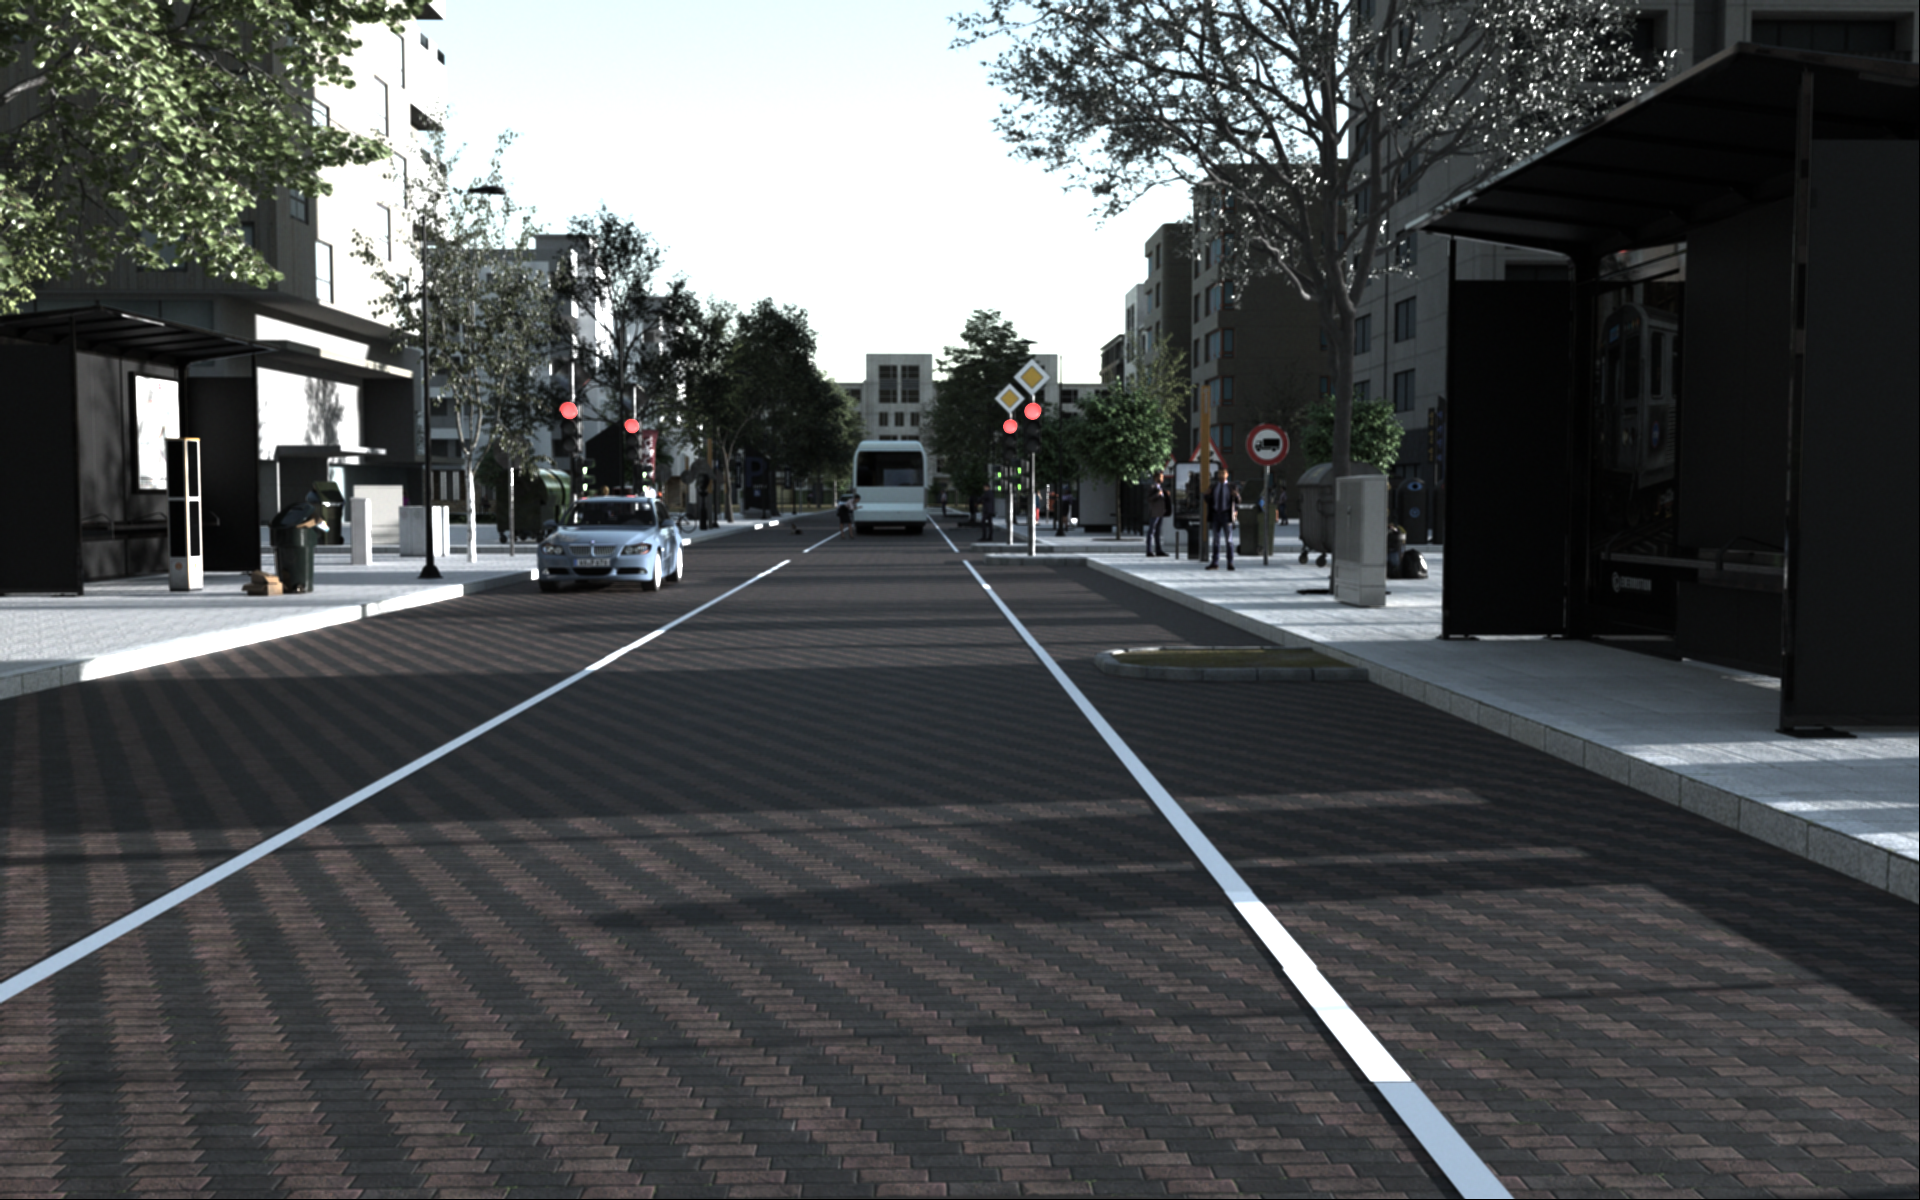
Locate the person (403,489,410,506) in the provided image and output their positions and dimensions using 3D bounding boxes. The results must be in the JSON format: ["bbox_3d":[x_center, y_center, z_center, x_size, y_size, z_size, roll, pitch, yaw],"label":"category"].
[{"bbox_3d":[-16.453,-2.541,50.819,0.776,1.435,0.726,1,4,20],"label":"person"}]

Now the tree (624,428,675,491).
[{"bbox_3d":[-15.861,-6.286,86.494,4.285,4.588,4.351,0,3,0],"label":"tree"}]

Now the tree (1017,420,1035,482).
[{"bbox_3d":[3.397,-4.780,61.870,4.285,4.588,4.351,0,3,0],"label":"tree"}]

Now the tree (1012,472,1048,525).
[{"bbox_3d":[2.688,-4.696,71.381,1.663,3.219,1.824,0,3,0],"label":"tree"}]

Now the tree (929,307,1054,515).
[{"bbox_3d":[1.946,-11.449,105.326,7.486,12.596,7.792,0,3,0],"label":"tree"}]

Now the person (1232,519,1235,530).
[{"bbox_3d":[9.542,-3.260,61.710,0.546,1.535,0.453,-1,4,-20],"label":"person"}]

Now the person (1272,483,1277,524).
[{"bbox_3d":[13.338,-4.101,73.820,0.376,1.734,0.841,0,4,5],"label":"person"}]

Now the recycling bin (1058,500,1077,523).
[{"bbox_3d":[4.898,-3.997,77.903,0.722,1.027,0.722,3,5,41],"label":"recycling bin"}]

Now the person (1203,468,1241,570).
[{"bbox_3d":[4.403,-1.365,29.185,0.655,1.722,0.431,2,4,28],"label":"person"}]

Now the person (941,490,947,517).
[{"bbox_3d":[-1.055,-6.075,108.758,0.436,1.711,0.756,1,4,21],"label":"person"}]

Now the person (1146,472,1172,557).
[{"bbox_3d":[4.066,-1.742,35.352,0.431,1.722,0.655,3,4,36],"label":"person"}]

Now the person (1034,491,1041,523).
[{"bbox_3d":[3.274,-4.192,76.281,0.444,1.614,0.593,-2,4,-29],"label":"person"}]

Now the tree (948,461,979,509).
[{"bbox_3d":[0.512,-9.909,145.723,4.285,4.588,4.351,0,3,0],"label":"tree"}]

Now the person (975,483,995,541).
[{"bbox_3d":[0.733,-2.688,52.896,0.568,1.767,0.683,1,4,21],"label":"person"}]

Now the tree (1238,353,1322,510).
[{"bbox_3d":[16.424,-8.469,88.836,4.360,8.622,3.978,0,3,0],"label":"tree"}]

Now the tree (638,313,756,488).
[{"bbox_3d":[-10.267,-7.289,69.535,4.737,8.622,4.395,0,3,0],"label":"tree"}]

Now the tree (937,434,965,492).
[{"bbox_3d":[-0.420,-14.845,193.079,4.360,8.622,3.978,0,3,0],"label":"tree"}]

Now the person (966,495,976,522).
[{"bbox_3d":[0.556,-4.848,88.475,0.504,1.737,0.576,-2,4,-33],"label":"person"}]

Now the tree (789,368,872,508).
[{"bbox_3d":[-12.374,-14.535,155.770,7.486,12.596,7.792,0,3,0],"label":"tree"}]

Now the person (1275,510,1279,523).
[{"bbox_3d":[14.083,-3.902,78.132,0.655,0.850,0.859,1,4,12],"label":"person"}]

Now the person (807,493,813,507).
[{"bbox_3d":[-14.363,-9.577,165.852,0.697,1.427,0.421,-2,4,-32],"label":"person"}]

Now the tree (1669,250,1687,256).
[{"bbox_3d":[13.673,-4.885,30.226,4.737,8.622,4.395,0,3,0],"label":"tree"}]

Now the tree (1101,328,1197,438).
[{"bbox_3d":[8.275,-7.688,76.067,4.737,8.622,4.395,0,3,0],"label":"tree"}]

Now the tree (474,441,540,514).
[{"bbox_3d":[-30.186,-7.938,113.496,4.285,4.588,4.351,0,3,0],"label":"tree"}]

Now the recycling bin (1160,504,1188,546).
[{"bbox_3d":[5.402,-1.883,43.347,0.722,1.027,0.722,0,4,-3],"label":"recycling bin"}]

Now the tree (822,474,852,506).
[{"bbox_3d":[-13.399,-12.617,189.993,4.285,4.588,4.351,0,3,0],"label":"tree"}]

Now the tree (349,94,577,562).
[{"bbox_3d":[-9.171,-5.010,32.270,4.360,8.622,3.978,0,3,0],"label":"tree"}]

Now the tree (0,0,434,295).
[{"bbox_3d":[-8.034,-5.830,13.454,7.486,12.596,7.792,0,3,0],"label":"tree"}]

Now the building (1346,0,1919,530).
[{"bbox_3d":[27.150,-38.240,63.475,20.611,71.187,20.563,0,4,-2],"label":"building"}]

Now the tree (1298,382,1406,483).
[{"bbox_3d":[11.371,-4.088,50.558,4.285,4.588,4.351,0,3,0],"label":"tree"}]

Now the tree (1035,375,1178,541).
[{"bbox_3d":[4.380,-3.929,47.953,4.285,4.588,4.351,0,3,0],"label":"tree"}]

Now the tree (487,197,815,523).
[{"bbox_3d":[-10.340,-7.357,54.707,7.601,10.594,8.767,2,4,30],"label":"tree"}]

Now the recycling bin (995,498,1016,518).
[{"bbox_3d":[2.488,-4.889,92.490,0.722,1.027,0.722,3,5,45],"label":"recycling bin"}]

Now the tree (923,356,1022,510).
[{"bbox_3d":[1.248,-12.419,128.809,9.928,11.665,9.643,0,3,0],"label":"tree"}]

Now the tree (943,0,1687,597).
[{"bbox_3d":[4.845,-6.824,21.936,12.009,13.543,11.850,0,3,0],"label":"tree"}]

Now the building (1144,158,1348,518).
[{"bbox_3d":[26.920,-15.933,105.542,27.650,21.520,28.899,0,4,-2],"label":"building"}]

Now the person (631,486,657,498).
[{"bbox_3d":[-8.627,-2.494,47.540,0.841,1.734,0.376,-3,5,-40],"label":"person"}]

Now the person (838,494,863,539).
[{"bbox_3d":[-3.519,-2.692,55.706,0.799,1.438,0.628,0,4,-1],"label":"person"}]

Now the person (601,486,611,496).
[{"bbox_3d":[-9.858,-2.415,48.063,0.480,1.512,0.613,-1,4,-10],"label":"person"}]

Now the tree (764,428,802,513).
[{"bbox_3d":[-11.223,-10.348,119.544,4.360,8.622,3.978,0,3,0],"label":"tree"}]

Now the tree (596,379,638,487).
[{"bbox_3d":[-18.532,-9.044,98.233,4.737,8.622,4.395,0,3,0],"label":"tree"}]

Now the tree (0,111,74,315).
[{"bbox_3d":[-15.805,-4.638,26.187,4.737,8.622,4.395,0,3,0],"label":"tree"}]

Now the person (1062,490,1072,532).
[{"bbox_3d":[3.595,-3.044,59.047,0.421,1.427,0.697,1,4,20],"label":"person"}]

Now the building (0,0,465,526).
[{"bbox_3d":[-38.540,-29.673,74.397,28.713,52.752,27.495,0,4,-2],"label":"building"}]

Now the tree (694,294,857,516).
[{"bbox_3d":[-10.672,-11.156,99.407,9.611,12.733,9.660,0,3,0],"label":"tree"}]

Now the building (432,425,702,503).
[{"bbox_3d":[-40.677,-14.305,176.039,28.070,9.664,9.099,0,4,-2],"label":"building"}]

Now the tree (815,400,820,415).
[{"bbox_3d":[-10.449,-8.776,77.898,8.767,10.594,7.601,-2,4,-26],"label":"tree"}]

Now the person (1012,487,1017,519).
[{"bbox_3d":[2.765,-5.001,87.932,0.434,1.807,0.598,2,4,31],"label":"person"}]

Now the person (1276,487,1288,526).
[{"bbox_3d":[13.137,-3.827,70.568,0.435,1.587,0.963,0,4,-6],"label":"person"}]
